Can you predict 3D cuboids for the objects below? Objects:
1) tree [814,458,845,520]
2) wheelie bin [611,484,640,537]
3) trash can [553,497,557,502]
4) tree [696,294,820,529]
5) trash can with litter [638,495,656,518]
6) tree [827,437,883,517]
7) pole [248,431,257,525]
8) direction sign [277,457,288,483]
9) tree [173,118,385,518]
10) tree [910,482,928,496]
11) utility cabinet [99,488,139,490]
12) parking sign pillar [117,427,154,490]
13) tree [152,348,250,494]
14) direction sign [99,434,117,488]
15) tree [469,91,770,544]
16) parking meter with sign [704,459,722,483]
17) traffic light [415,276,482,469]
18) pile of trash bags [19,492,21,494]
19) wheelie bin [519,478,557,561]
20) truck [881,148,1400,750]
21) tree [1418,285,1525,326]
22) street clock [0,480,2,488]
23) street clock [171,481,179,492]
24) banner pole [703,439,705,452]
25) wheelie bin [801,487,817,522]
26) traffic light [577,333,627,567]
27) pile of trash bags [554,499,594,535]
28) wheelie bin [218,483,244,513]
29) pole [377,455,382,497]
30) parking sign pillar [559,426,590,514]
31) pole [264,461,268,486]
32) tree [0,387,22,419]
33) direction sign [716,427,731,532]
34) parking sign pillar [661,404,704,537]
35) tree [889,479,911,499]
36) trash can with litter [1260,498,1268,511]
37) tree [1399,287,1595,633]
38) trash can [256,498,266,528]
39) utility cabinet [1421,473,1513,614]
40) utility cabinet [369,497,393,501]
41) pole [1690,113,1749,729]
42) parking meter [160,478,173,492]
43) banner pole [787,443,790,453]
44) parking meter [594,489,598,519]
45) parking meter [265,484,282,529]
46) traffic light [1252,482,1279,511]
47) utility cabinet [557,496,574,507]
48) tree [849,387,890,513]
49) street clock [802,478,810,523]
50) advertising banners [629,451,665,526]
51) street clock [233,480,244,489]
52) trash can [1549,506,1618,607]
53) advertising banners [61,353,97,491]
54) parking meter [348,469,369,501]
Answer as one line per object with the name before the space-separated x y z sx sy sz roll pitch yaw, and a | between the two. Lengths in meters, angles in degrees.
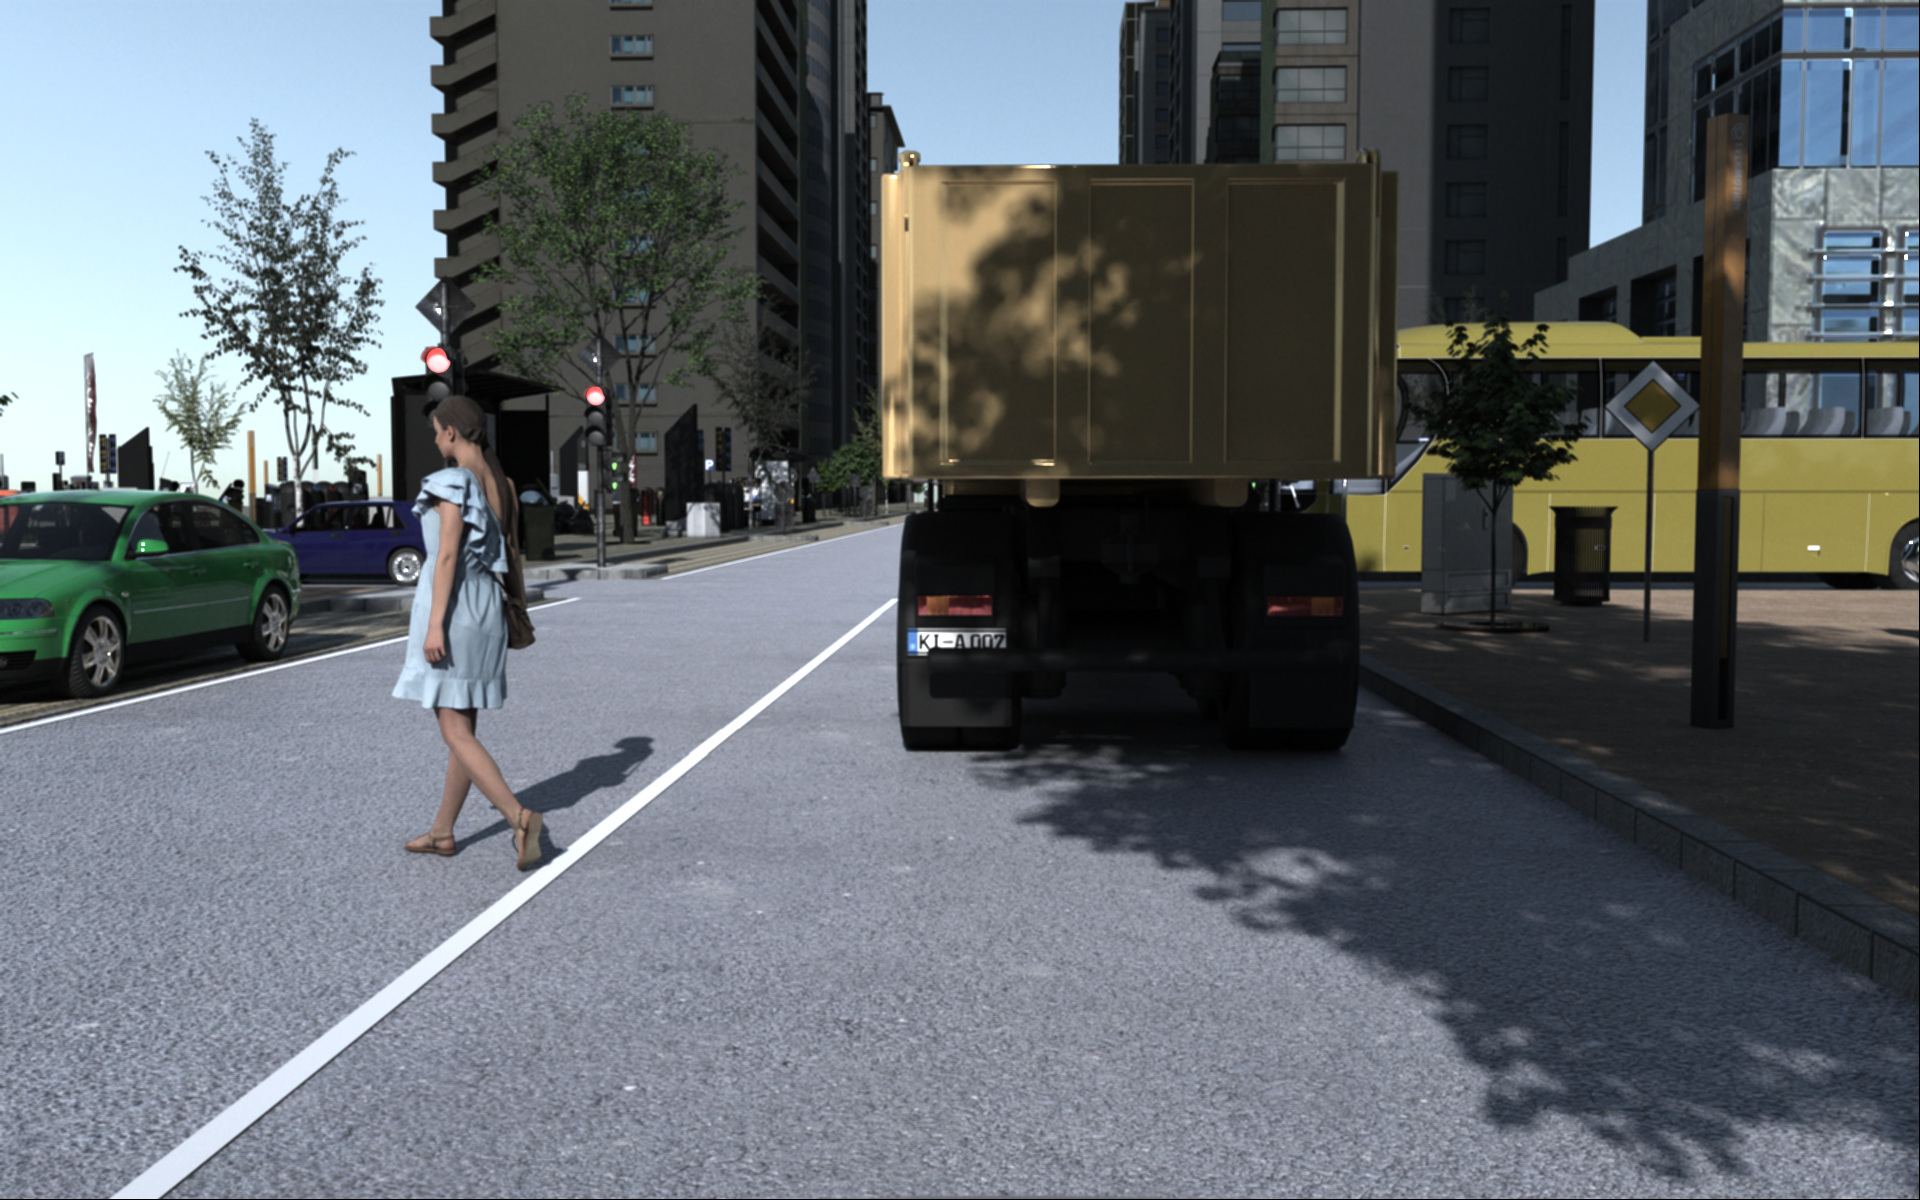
tree | -6.696 -5.527 84.974 1.663 3.219 1.824 0 3 0
wheelie bin | -10.032 -2.697 52.007 0.693 1.594 0.980 -3 5 -39
trash can | -17.514 -3.866 74.860 0.748 1.137 0.748 0 3 0
tree | -7.396 -6.885 62.925 4.360 8.622 3.978 0 3 0
trash can with litter | -16.615 -5.264 97.118 2.233 1.210 1.678 2 4 30
tree | -5.934 -6.900 96.522 4.285 4.588 4.351 0 3 0
pole | -22.852 -3.796 55.907 0.158 3.312 0.155 0 3 0
direction sign | -41.459 -6.974 106.028 0.876 3.537 0.379 2 4 31
tree | -13.161 -5.127 34.184 4.360 8.622 3.978 0 3 0
tree | -3.663 -9.892 156.337 1.663 3.219 1.824 0 3 0
utility cabinet | -28.639 -3.081 59.045 1.173 1.500 0.318 -1 4 -14
parking sign pillar | -33.234 -4.978 69.856 1.447 3.967 1.447 0 4 5
tree | -38.798 -8.432 88.221 4.737 8.622 4.395 0 3 0
direction sign | -32.277 -4.506 65.674 0.876 3.537 0.379 2 4 26
tree | -8.636 -7.265 44.542 9.928 11.665 9.643 0 3 0
parking meter with sign | -12.375 -5.598 87.784 0.543 3.016 1.738 1 4 13
traffic light | -6.599 -2.043 22.321 0.839 4.253 0.868 0 4 2
pile of trash bags | -18.717 -1.660 36.895 3.447 1.369 1.912 -1 4 -13
wheelie bin | -8.120 -1.557 33.365 0.693 1.594 0.980 -1 4 -13
truck | 1.021 -1.065 13.345 3.469 3.379 9.791 0 4 2
tree | 17.212 -6.754 60.788 4.360 8.622 3.978 0 3 0
street clock | -45.941 -4.773 82.603 0.471 2.002 0.358 0 4 4
street clock | -44.564 -5.732 98.285 0.358 2.002 0.471 2 4 25
banner pole | -11.895 -5.441 78.972 0.863 3.779 0.401 1 4 22
wheelie bin | -6.943 -4.370 79.357 0.693 1.594 0.980 -1 4 -15
traffic light | -6.278 -2.531 30.299 0.839 4.253 0.868 0 4 2
pile of trash bags | -13.350 -2.732 54.417 3.447 1.369 1.912 -2 4 -32
wheelie bin | -20.593 -2.511 48.957 0.693 1.594 0.980 -2 4 -23
pole | -29.918 -5.840 89.327 0.158 3.312 0.155 0 3 0
parking sign pillar | -15.410 -4.938 69.212 1.447 3.967 1.447 3 4 37
pole | -42.477 -6.863 106.053 0.158 3.312 0.155 0 3 0
tree | -9.243 -1.232 14.745 1.663 3.219 1.824 0 3 0
direction sign | -8.043 -4.095 58.954 0.379 3.537 0.876 2 4 26
parking sign pillar | -8.342 -3.912 52.426 1.447 3.967 1.447 3 4 38
tree | -4.618 -12.326 151.887 4.360 8.622 3.978 0 3 0
trash can with litter | 5.942 -1.298 32.277 1.678 1.210 2.233 2 4 27
tree | 5.056 -1.323 16.231 1.663 3.219 1.824 0 3 0
trash can | -26.319 -3.295 65.522 0.748 1.137 0.748 0 3 0
utility cabinet | 5.476 -0.610 18.646 1.173 1.500 0.318 -3 4 -37
utility cabinet | -14.776 -2.045 44.594 1.020 1.237 0.306 2 4 34
pole | 4.143 -0.954 9.443 0.158 3.312 0.155 0 3 0
parking meter | -28.086 -3.401 61.321 0.399 1.863 0.255 -1 4 -22
banner pole | -8.418 -5.802 84.884 0.401 3.779 0.863 -1 4 -13
parking meter | -19.011 -5.050 90.974 0.372 1.533 0.369 0 3 0
parking meter | -17.080 -2.122 43.100 0.372 1.533 0.369 0 3 0
traffic light | 3.954 -2.018 21.913 0.839 4.253 0.868 0 4 2
utility cabinet | -13.078 -2.833 57.483 0.306 1.237 1.020 -2 4 -30
tree | -5.109 -10.064 114.910 4.737 8.622 4.395 0 3 0
street clock | -6.801 -4.388 76.309 0.358 2.002 0.471 1 4 9
advertising banners | -12.669 -4.515 70.002 2.074 3.025 0.090 2 4 29
street clock | -36.193 -5.039 86.952 0.471 2.002 0.358 1 4 11
trash can | 7.141 -0.503 19.873 0.748 1.137 0.748 0 3 0
advertising banners | -11.338 -1.597 22.302 0.090 3.025 2.074 -3 4 -37
parking meter | -12.868 -1.918 37.074 0.399 1.863 0.255 -1 4 -16
